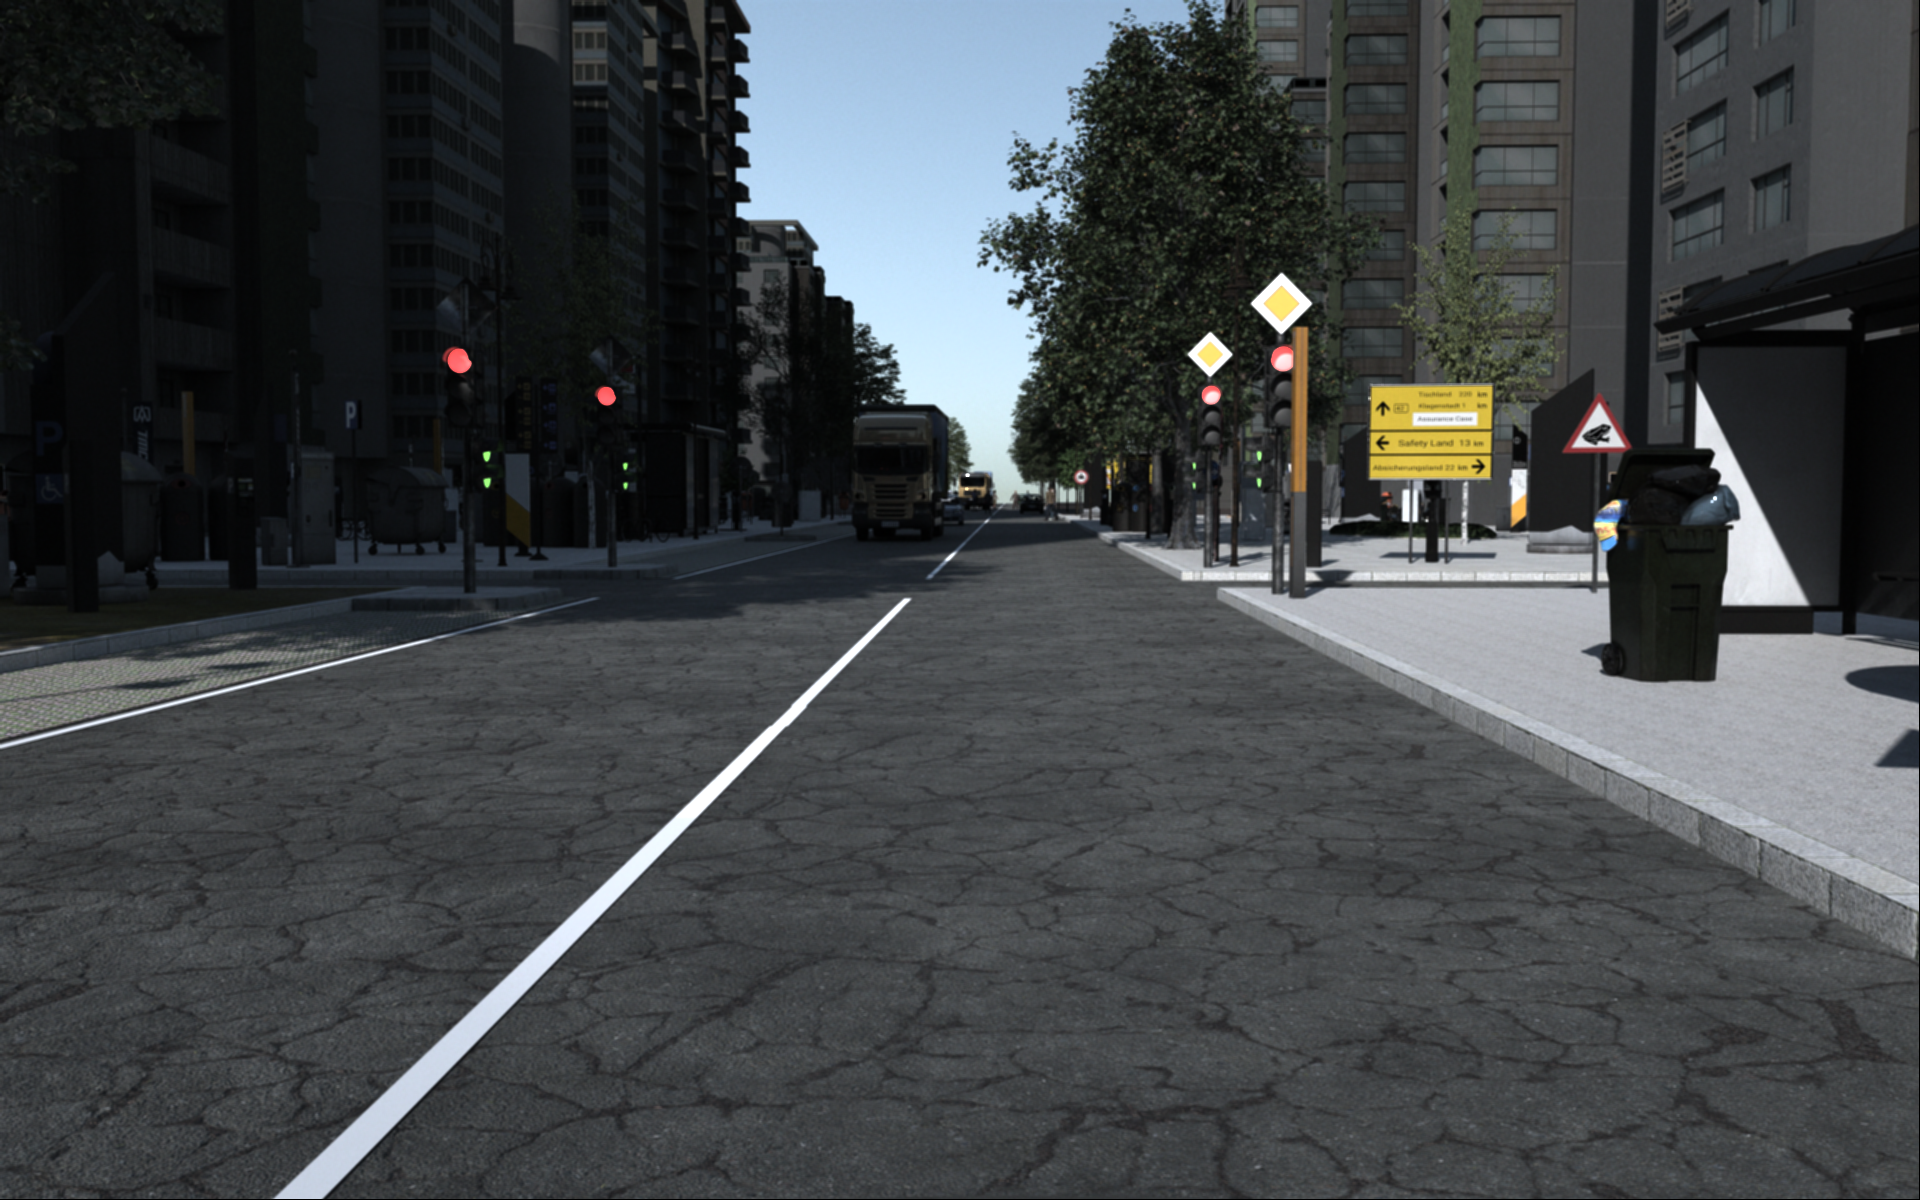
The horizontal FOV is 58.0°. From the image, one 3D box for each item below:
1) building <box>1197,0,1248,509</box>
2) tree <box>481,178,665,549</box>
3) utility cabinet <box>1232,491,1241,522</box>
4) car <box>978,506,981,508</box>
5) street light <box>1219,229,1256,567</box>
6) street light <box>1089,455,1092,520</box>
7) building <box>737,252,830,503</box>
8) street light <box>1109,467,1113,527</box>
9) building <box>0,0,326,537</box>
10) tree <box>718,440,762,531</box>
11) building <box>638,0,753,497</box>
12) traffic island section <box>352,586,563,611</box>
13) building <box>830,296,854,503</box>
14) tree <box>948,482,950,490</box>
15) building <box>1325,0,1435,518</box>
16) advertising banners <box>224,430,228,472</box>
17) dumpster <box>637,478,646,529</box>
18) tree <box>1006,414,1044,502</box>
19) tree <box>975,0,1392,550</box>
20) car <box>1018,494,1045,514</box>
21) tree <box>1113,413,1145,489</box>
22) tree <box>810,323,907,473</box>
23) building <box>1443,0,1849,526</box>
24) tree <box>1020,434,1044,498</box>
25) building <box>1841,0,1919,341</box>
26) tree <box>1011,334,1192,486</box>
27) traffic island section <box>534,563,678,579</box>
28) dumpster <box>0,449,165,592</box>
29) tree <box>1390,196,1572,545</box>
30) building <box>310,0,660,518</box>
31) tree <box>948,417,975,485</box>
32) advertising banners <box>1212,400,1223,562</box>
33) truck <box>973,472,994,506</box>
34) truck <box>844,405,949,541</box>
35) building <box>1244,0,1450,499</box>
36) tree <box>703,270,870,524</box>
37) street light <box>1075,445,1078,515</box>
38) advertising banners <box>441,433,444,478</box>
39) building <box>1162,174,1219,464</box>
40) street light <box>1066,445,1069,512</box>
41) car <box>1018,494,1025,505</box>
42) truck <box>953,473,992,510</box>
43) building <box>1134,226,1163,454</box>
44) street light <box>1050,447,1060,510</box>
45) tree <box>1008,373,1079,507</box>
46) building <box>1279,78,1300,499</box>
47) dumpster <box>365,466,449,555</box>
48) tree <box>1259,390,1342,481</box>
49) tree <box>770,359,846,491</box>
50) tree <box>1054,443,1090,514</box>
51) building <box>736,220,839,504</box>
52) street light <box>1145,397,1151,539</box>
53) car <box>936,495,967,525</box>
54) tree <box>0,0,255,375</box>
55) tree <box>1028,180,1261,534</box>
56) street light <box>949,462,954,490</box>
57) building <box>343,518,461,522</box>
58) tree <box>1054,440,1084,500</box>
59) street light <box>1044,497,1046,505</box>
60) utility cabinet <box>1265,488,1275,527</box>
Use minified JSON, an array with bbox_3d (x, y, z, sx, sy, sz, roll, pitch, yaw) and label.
[{"bbox_3d":[32.752,-43.801,154.402,20.563,71.187,20.611,0,4,2],"label":"building"},{"bbox_3d":[-8.722,-5.498,40.248,4.737,8.622,4.395,0,3,0],"label":"tree"},{"bbox_3d":[12.891,-4.260,78.326,1.173,1.500,0.318,2,4,31],"label":"utility cabinet"},{"bbox_3d":[1.325,-10.454,181.142,2.015,1.641,3.980,0,4,3],"label":"car"},{"bbox_3d":[4.856,-3.529,30.493,0.468,5.910,1.993,0,4,2],"label":"street light"},{"bbox_3d":[6.526,-6.954,86.489,0.468,5.910,1.993,0,4,2],"label":"street light"},{"bbox_3d":[-24.111,-26.886,211.295,14.160,30.474,14.107,0,4,2],"label":"building"},{"bbox_3d":[5.955,-5.812,67.821,0.468,5.910,1.993,0,4,2],"label":"street light"},{"bbox_3d":[-28.615,-17.083,51.004,14.160,30.474,14.107,0,4,2],"label":"building"},{"bbox_3d":[-8.047,-4.039,60.634,1.663,3.219,1.824,0,3,0],"label":"tree"},{"bbox_3d":[-29.567,-29.972,144.667,22.147,44.769,28.867,0,4,2],"label":"building"},{"bbox_3d":[-6.393,-0.015,22.534,2.009,0.180,2.903,0,4,2],"label":"traffic island section"},{"bbox_3d":[-22.834,-29.211,249.303,14.160,30.474,14.107,0,4,2],"label":"building"},{"bbox_3d":[-2.106,-14.884,237.949,1.663,3.219,1.824,0,3,0],"label":"tree"},{"bbox_3d":[27.429,-19.919,97.383,14.160,30.474,14.107,0,4,2],"label":"building"},{"bbox_3d":[-19.629,-3.091,46.723,0.090,3.025,2.074,-2,4,-32],"label":"advertising banners"},{"bbox_3d":[-10.968,-3.445,62.092,1.264,1.857,1.865,0,4,2],"label":"dumpster"},{"bbox_3d":[11.309,-20.020,237.689,12.009,13.543,11.850,0,3,0],"label":"tree"},{"bbox_3d":[5.186,-7.532,40.163,9.611,12.733,9.660,0,3,0],"label":"tree"},{"bbox_3d":[5.243,-7.147,126.646,2.009,1.686,4.222,0,4,1],"label":"car"},{"bbox_3d":[7.551,-8.053,82.032,4.737,8.622,4.395,0,3,0],"label":"tree"},{"bbox_3d":[-6.974,-12.055,115.223,7.486,12.596,7.792,0,3,0],"label":"tree"},{"bbox_3d":[27.834,-23.938,74.976,14.154,41.232,14.086,0,4,2],"label":"building"},{"bbox_3d":[12.005,-19.956,252.040,9.928,11.665,9.643,0,3,0],"label":"tree"},{"bbox_3d":[28.782,-22.265,47.624,14.086,41.232,14.154,0,4,2],"label":"building"},{"bbox_3d":[6.833,-8.571,74.541,7.601,10.594,8.767,2,4,23],"label":"tree"},{"bbox_3d":[-6.143,-0.504,30.515,2.009,0.180,2.903,0,4,2],"label":"traffic island section"},{"bbox_3d":[-11.366,-1.024,22.496,1.264,1.857,1.865,0,4,2],"label":"dumpster"},{"bbox_3d":[13.059,-5.711,43.735,4.737,8.622,4.395,0,3,0],"label":"tree"},{"bbox_3d":[-34.896,-26.070,118.118,32.217,40.220,23.993,0,4,2],"label":"building"},{"bbox_3d":[-1.436,-20.575,254.533,7.486,12.596,7.792,0,3,0],"label":"tree"},{"bbox_3d":[4.925,-2.263,33.192,0.090,3.025,2.074,0,4,5],"label":"advertising banners"},{"bbox_3d":[2.969,-13.613,212.329,2.967,4.110,18.799,0,4,3],"label":"truck"},{"bbox_3d":[-1.874,-4.142,56.639,2.839,4.237,11.283,0,4,2],"label":"truck"},{"bbox_3d":[29.458,-27.754,137.380,14.154,41.232,14.086,0,4,2],"label":"building"},{"bbox_3d":[-7.436,-8.498,73.359,8.767,10.594,7.601,2,4,33],"label":"tree"},{"bbox_3d":[7.054,-8.075,104.817,0.468,5.910,1.993,0,4,2],"label":"street light"},{"bbox_3d":[-14.764,-3.247,49.273,0.090,3.025,2.074,-1,4,-12],"label":"advertising banners"},{"bbox_3d":[36.309,-34.630,220.828,22.147,44.769,28.867,0,4,2],"label":"building"},{"bbox_3d":[7.763,-9.309,124.982,0.468,5.910,1.993,0,4,2],"label":"street light"},{"bbox_3d":[7.595,-11.970,207.506,2.131,1.459,4.920,0,4,1],"label":"car"},{"bbox_3d":[1.334,-9.935,158.360,3.469,3.379,9.791,0,4,3],"label":"truck"},{"bbox_3d":[35.752,-43.242,249.005,21.231,58.520,28.212,0,4,2],"label":"building"},{"bbox_3d":[8.898,-11.584,162.183,0.468,5.910,1.993,0,4,2],"label":"street light"},{"bbox_3d":[9.306,-16.286,172.925,9.857,13.997,8.962,0,3,0],"label":"tree"},{"bbox_3d":[29.490,-21.525,123.630,14.160,30.474,14.107,0,4,2],"label":"building"},{"bbox_3d":[-11.780,-1.904,36.886,1.264,1.857,1.865,0,4,2],"label":"dumpster"},{"bbox_3d":[17.002,-8.372,87.245,4.360,8.622,3.978,0,3,0],"label":"tree"},{"bbox_3d":[-7.645,-8.546,90.086,4.360,8.622,3.978,0,3,0],"label":"tree"},{"bbox_3d":[7.553,-7.806,111.349,4.285,4.588,4.351,0,3,0],"label":"tree"},{"bbox_3d":[-32.374,-32.930,230.279,32.217,40.220,23.993,0,4,2],"label":"building"},{"bbox_3d":[5.392,-4.692,49.494,0.468,5.910,1.993,0,4,2],"label":"street light"},{"bbox_3d":[-0.690,-4.194,80.575,2.014,1.417,4.499,0,4,0],"label":"car"},{"bbox_3d":[-9.573,-6.436,11.887,9.857,13.997,8.962,0,3,0],"label":"tree"},{"bbox_3d":[6.013,-8.396,55.396,7.486,12.596,7.792,0,3,0],"label":"tree"},{"bbox_3d":[-1.379,-16.687,245.622,0.468,5.910,1.993,0,4,2],"label":"street light"},{"bbox_3d":[-36.810,-24.148,86.698,32.217,40.220,23.993,0,4,2],"label":"building"},{"bbox_3d":[9.123,-11.066,131.290,4.360,8.622,3.978,0,3,0],"label":"tree"},{"bbox_3d":[10.331,-14.402,208.264,0.468,5.910,1.993,0,4,2],"label":"street light"},{"bbox_3d":[11.820,-3.554,66.792,0.318,1.500,1.173,2,4,33],"label":"utility cabinet"}]
